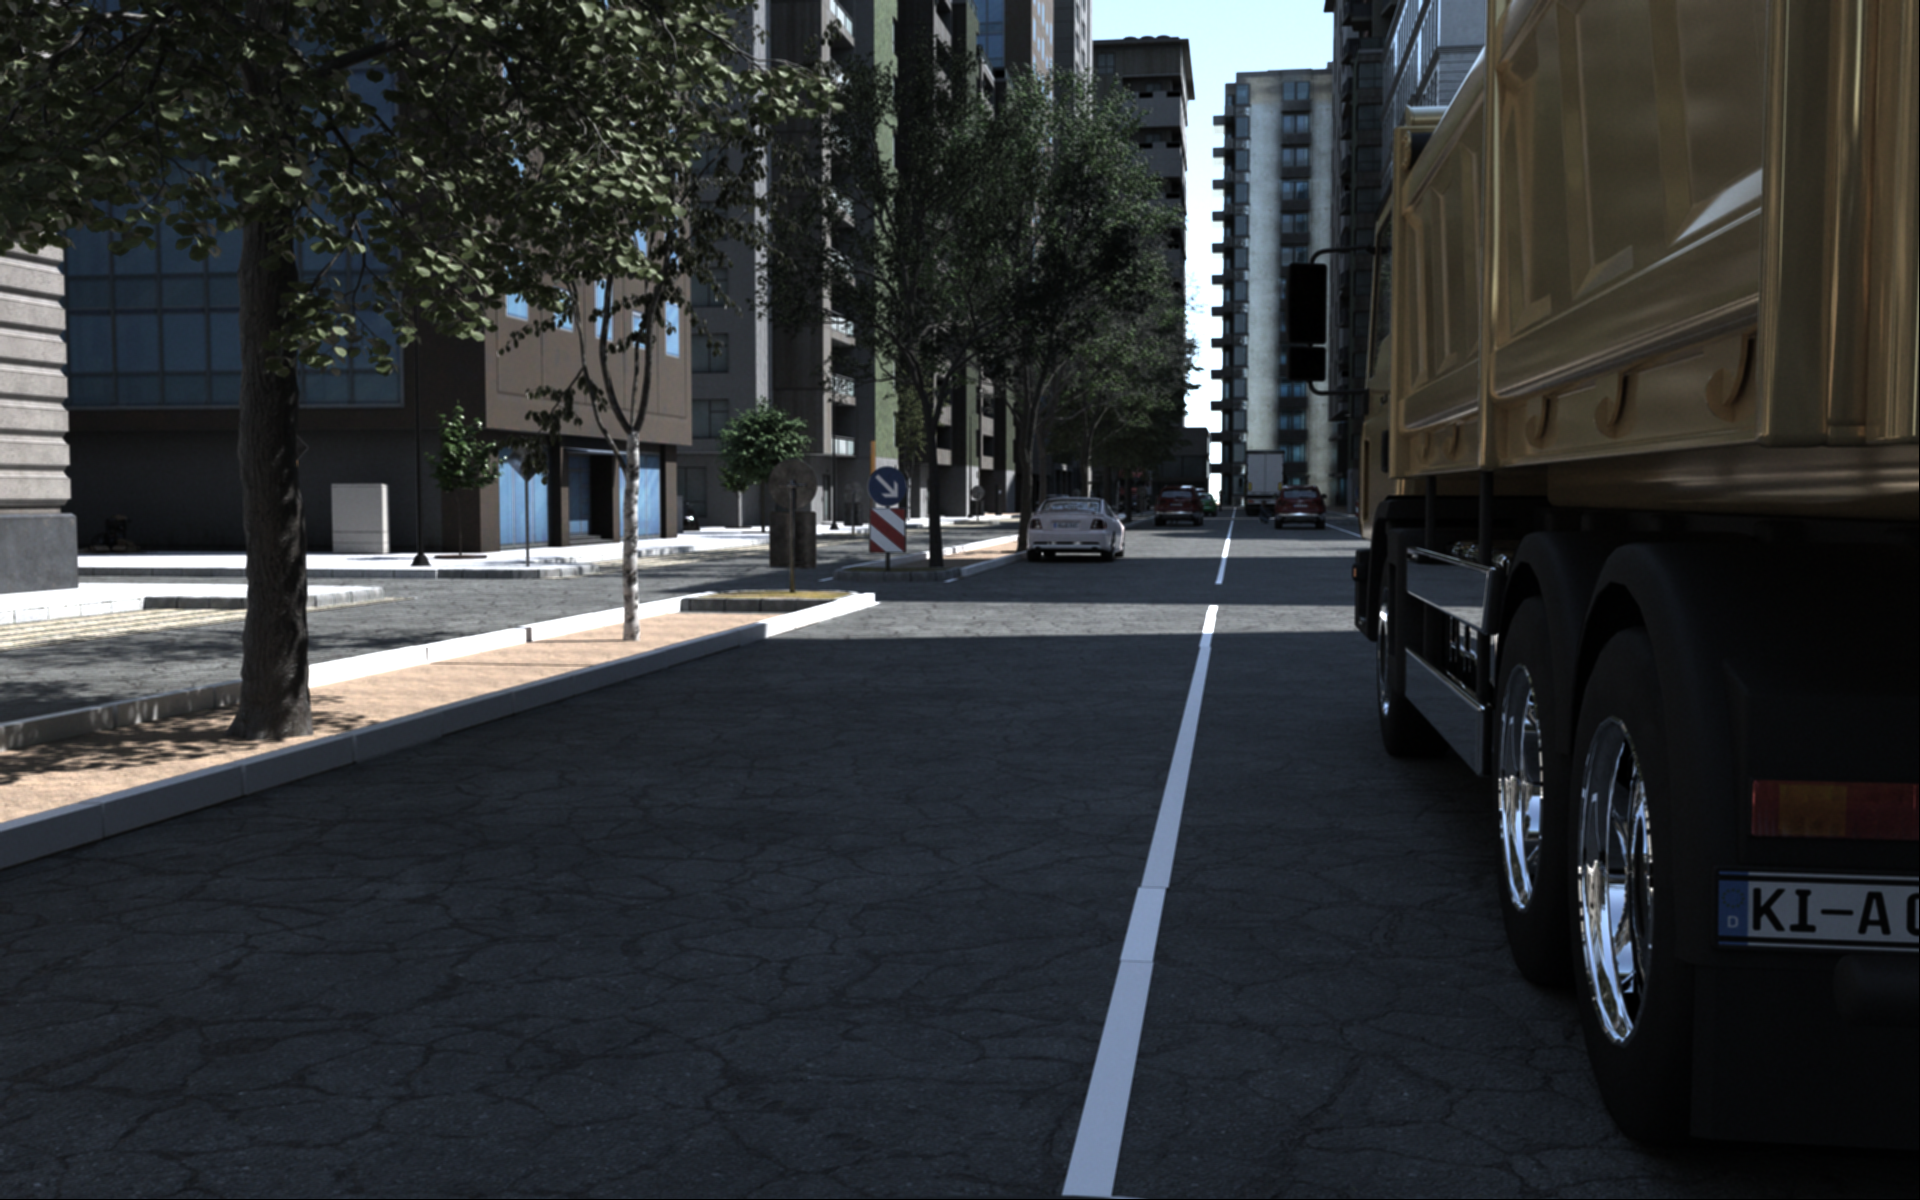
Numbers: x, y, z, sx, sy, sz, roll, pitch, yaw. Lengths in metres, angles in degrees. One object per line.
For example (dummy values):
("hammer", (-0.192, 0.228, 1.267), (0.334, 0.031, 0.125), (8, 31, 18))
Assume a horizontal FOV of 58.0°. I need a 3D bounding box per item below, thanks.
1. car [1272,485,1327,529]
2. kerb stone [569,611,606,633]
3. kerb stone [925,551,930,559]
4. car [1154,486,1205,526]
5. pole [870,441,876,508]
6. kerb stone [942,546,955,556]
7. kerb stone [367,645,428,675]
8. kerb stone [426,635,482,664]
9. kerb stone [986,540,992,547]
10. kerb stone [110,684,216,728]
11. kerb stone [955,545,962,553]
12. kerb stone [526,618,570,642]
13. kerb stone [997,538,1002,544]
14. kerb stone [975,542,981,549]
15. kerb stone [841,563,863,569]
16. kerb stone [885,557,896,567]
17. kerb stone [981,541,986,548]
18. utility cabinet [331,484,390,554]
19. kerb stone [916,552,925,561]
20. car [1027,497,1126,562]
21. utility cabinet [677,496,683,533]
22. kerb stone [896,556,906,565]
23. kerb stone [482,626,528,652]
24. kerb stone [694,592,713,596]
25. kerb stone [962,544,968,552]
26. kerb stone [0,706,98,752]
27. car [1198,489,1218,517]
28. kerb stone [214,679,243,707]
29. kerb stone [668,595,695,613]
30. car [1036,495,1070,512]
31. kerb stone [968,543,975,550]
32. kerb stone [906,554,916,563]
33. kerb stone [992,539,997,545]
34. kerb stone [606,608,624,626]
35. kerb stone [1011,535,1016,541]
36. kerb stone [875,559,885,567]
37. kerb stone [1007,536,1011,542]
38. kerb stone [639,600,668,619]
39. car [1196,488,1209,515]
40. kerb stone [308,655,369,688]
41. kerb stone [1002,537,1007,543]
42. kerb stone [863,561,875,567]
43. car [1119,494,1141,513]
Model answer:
("car", (14.178, -3.895, 72.355), (2.281, 1.827, 5.304), (1, 4, 10))
("kerb stone", (-3.979, 0.248, 18.143), (0.120, 0.150, 1.000), (1, 4, 9))
("kerb stone", (-0.800, -0.960, 37.894), (0.120, 0.150, 1.000), (1, 4, 9))
("car", (9.999, -4.294, 78.881), (2.281, 1.827, 5.304), (1, 4, 10))
("pole", (-3.342, -4.441, 66.454), (0.158, 3.312, 0.155), (0, 3, 0))
("kerb stone", (-0.312, -1.145, 40.927), (0.120, 0.150, 1.000), (1, 4, 9))
("kerb stone", (-4.631, 0.497, 14.077), (0.120, 0.150, 1.000), (1, 4, 9))
("kerb stone", (-4.458, 0.438, 15.096), (0.120, 0.150, 1.000), (1, 4, 9))
("kerb stone", (0.667, -1.513, 46.986), (0.120, 0.150, 1.000), (1, 4, 9))
("kerb stone", (-5.109, 0.682, 11.048), (0.120, 0.150, 1.000), (1, 4, 9))
("kerb stone", (-0.146, -1.207, 41.936), (0.120, 0.150, 1.000), (1, 4, 9))
("kerb stone", (-4.137, 0.310, 17.133), (0.120, 0.150, 1.000), (1, 4, 9))
("kerb stone", (0.985, -1.636, 49.006), (0.120, 0.150, 1.000), (1, 4, 9))
("kerb stone", (0.338, -1.393, 44.967), (0.120, 0.150, 1.000), (1, 4, 9))
("kerb stone", (-1.937, -0.527, 30.808), (0.120, 0.150, 1.000), (1, 4, 9))
("kerb stone", (-1.450, -0.713, 33.849), (0.120, 0.150, 1.000), (1, 4, 9))
("kerb stone", (0.504, -1.455, 45.976), (0.120, 0.150, 1.000), (1, 4, 9))
("utility cabinet", (-12.764, -1.726, 36.904), (1.173, 1.500, 0.318), (1, 4, 11))
("kerb stone", (-0.956, -0.898, 36.884), (0.120, 0.150, 1.000), (1, 4, 9))
("car", (2.585, -1.578, 38.162), (2.083, 1.381, 4.827), (1, 4, 10))
("utility cabinet", (-9.638, -2.802, 56.981), (1.020, 1.237, 0.306), (-2, 4, -30))
("kerb stone", (-1.283, -0.774, 34.858), (0.120, 0.150, 1.000), (1, 4, 9))
("kerb stone", (-4.300, 0.380, 16.114), (0.120, 0.150, 1.000), (1, 4, 9))
("kerb stone", (-3.322, 0.000, 22.192), (0.120, 0.150, 1.000), (1, 4, 9))
("kerb stone", (0.011, -1.269, 42.946), (0.120, 0.150, 1.000), (1, 4, 9))
("kerb stone", (-5.280, 0.748, 10.033), (0.120, 0.150, 1.000), (1, 4, 9))
("car", (15.573, -6.268, 111.283), (1.959, 1.807, 4.718), (1, 4, 11))
("kerb stone", (-4.945, 0.624, 12.057), (0.120, 0.150, 1.000), (1, 4, 9))
("kerb stone", (-3.481, 0.065, 21.179), (0.120, 0.150, 1.000), (1, 4, 9))
("car", (4.981, -4.750, 89.662), (2.014, 1.417, 4.499), (1, 4, 9))
("kerb stone", (0.182, -1.329, 43.957), (0.120, 0.150, 1.000), (1, 4, 9))
("kerb stone", (-1.118, -0.836, 35.871), (0.120, 0.150, 1.000), (1, 4, 9))
("kerb stone", (0.827, -1.578, 47.995), (0.120, 0.150, 1.000), (1, 4, 9))
("kerb stone", (-3.816, 0.190, 19.152), (0.120, 0.150, 1.000), (1, 4, 9))
("kerb stone", (1.482, -1.824, 52.032), (0.120, 0.150, 1.000), (1, 4, 9))
("kerb stone", (-1.621, -0.649, 32.830), (0.120, 0.150, 1.000), (1, 4, 9))
("kerb stone", (1.310, -1.763, 51.024), (0.120, 0.150, 1.000), (1, 4, 9))
("kerb stone", (-3.648, 0.125, 20.164), (0.120, 0.150, 1.000), (1, 4, 9))
("car", (15.916, -6.676, 117.825), (2.281, 1.827, 5.304), (1, 4, 8))
("kerb stone", (-4.786, 0.559, 13.067), (0.120, 0.150, 1.000), (1, 4, 9))
("kerb stone", (1.149, -1.698, 50.015), (0.120, 0.150, 1.000), (1, 4, 9))
("kerb stone", (-1.775, -0.589, 31.819), (0.120, 0.150, 1.000), (1, 4, 9))
("car", (13.170, -7.654, 134.934), (2.009, 1.686, 4.222), (0, 4, 8))
